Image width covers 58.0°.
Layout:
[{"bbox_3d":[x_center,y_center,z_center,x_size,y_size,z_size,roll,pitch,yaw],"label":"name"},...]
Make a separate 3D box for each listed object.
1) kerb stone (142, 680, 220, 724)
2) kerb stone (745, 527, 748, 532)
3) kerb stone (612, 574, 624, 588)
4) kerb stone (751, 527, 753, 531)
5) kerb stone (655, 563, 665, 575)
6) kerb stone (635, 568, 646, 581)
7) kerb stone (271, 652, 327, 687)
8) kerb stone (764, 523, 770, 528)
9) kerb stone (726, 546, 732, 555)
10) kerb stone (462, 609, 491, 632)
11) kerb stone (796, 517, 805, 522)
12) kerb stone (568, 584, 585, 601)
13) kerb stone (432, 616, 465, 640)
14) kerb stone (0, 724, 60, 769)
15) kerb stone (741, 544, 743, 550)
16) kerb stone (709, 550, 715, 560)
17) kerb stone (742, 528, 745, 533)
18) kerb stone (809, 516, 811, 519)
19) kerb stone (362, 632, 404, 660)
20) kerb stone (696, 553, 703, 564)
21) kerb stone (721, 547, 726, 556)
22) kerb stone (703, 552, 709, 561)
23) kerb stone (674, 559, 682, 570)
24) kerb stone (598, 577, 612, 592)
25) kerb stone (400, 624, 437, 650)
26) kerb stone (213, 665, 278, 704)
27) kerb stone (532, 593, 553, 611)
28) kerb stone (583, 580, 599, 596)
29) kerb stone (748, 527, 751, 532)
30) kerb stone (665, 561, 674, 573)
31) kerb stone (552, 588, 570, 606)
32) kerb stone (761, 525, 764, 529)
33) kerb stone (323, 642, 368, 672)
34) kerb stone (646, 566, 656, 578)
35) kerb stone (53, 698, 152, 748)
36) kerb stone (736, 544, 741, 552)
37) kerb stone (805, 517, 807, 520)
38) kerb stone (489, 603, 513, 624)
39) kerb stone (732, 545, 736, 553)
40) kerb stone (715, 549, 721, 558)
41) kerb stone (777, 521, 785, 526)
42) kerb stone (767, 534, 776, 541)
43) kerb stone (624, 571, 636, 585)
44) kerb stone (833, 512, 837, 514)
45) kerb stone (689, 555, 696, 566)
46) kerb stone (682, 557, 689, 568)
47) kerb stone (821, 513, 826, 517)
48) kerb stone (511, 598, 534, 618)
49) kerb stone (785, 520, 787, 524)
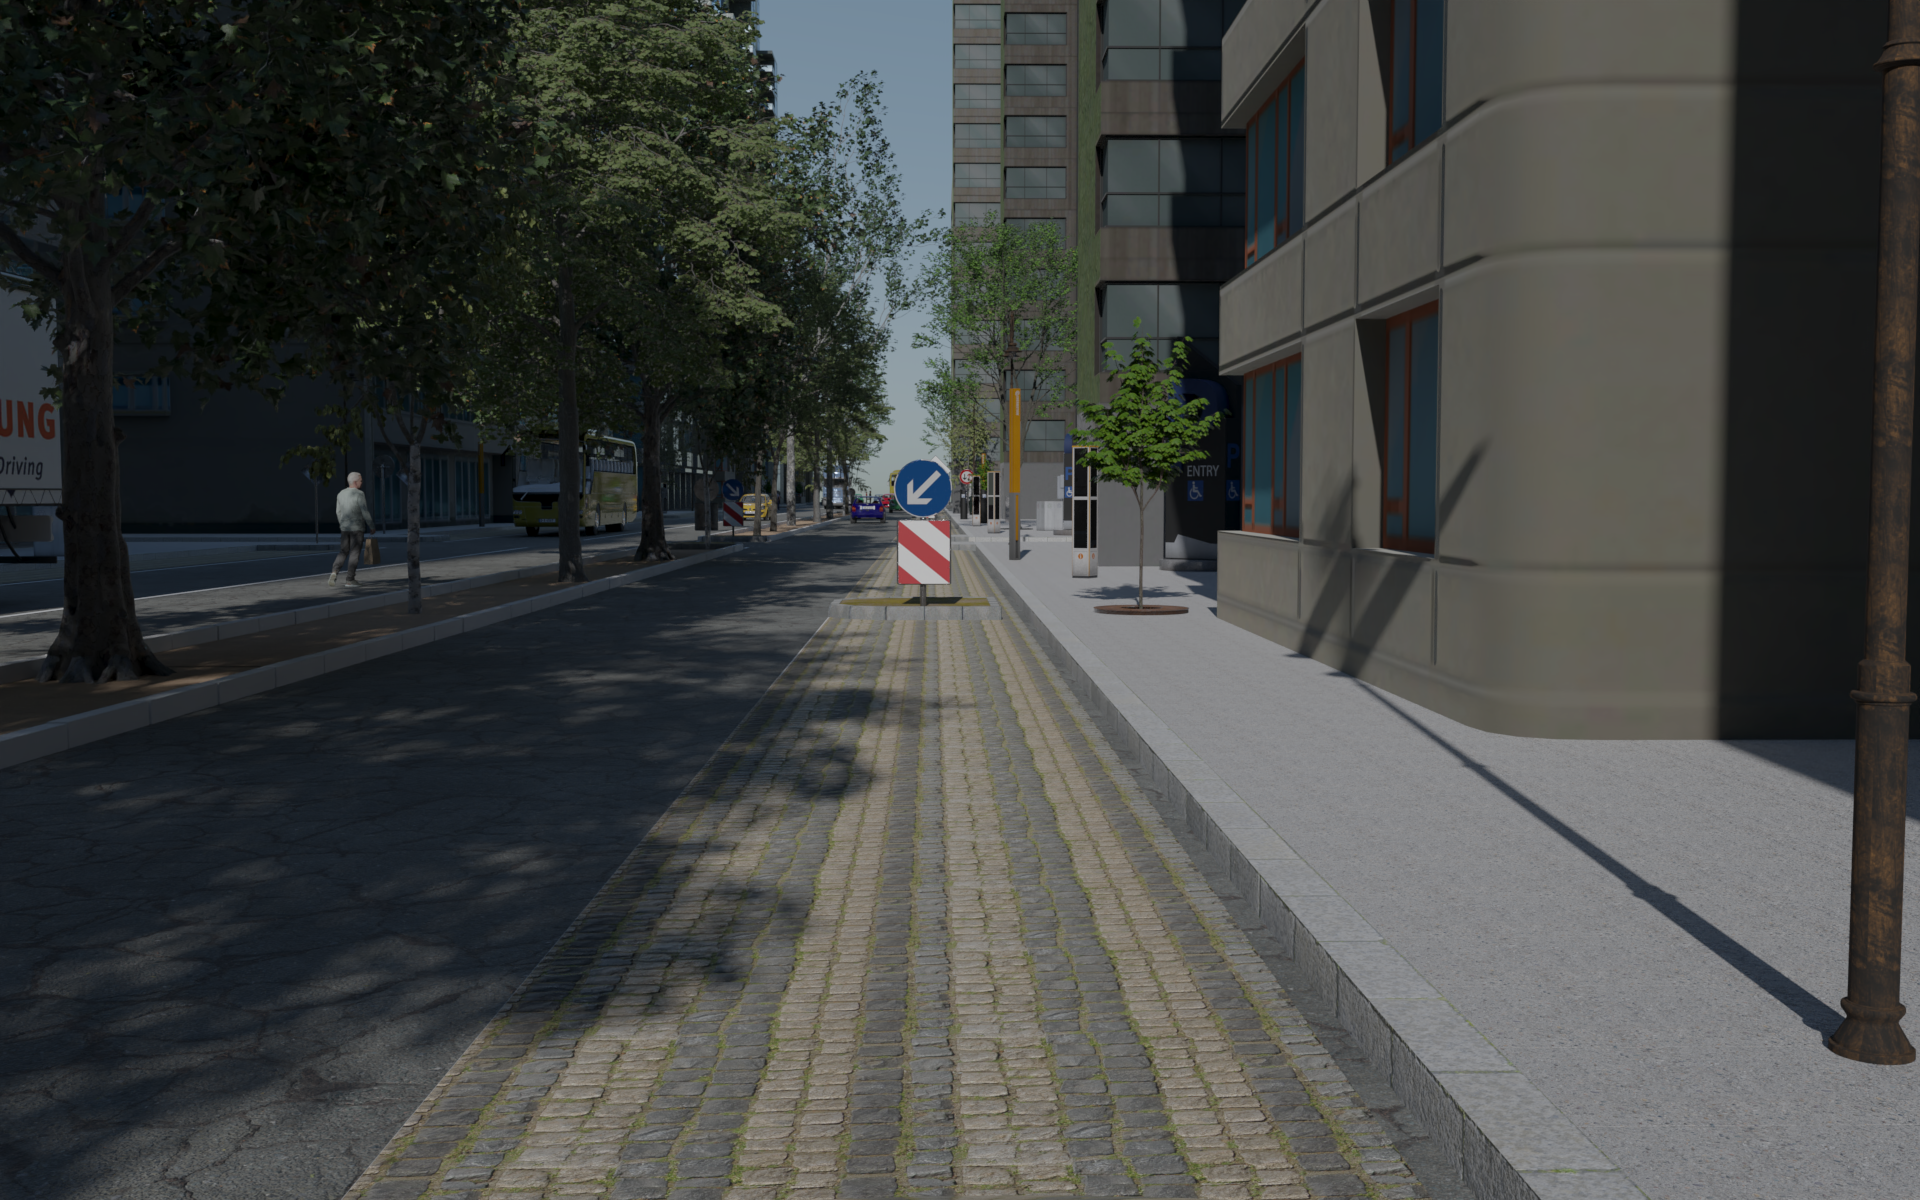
[{"bbox_3d":[-5.099,0.668,11.274,0.120,0.150,1.000,0,4,-1],"label":"kerb stone"},{"bbox_3d":[-8.063,-2.563,64.095,0.120,0.150,1.000,0,4,-1],"label":"kerb stone"},{"bbox_3d":[-5.352,-0.272,26.639,0.120,0.150,1.000,0,4,-1],"label":"kerb stone"},{"bbox_3d":[-8.100,-2.688,66.139,0.120,0.150,1.000,0,4,-1],"label":"kerb stone"},{"bbox_3d":[-5.417,-0.521,30.735,0.120,0.150,1.000,0,4,-1],"label":"kerb stone"},{"bbox_3d":[-5.387,-0.397,28.691,0.120,0.150,1.000,0,4,-1],"label":"kerb stone"},{"bbox_3d":[-5.131,0.543,13.325,0.120,0.150,1.000,0,4,-1],"label":"kerb stone"},{"bbox_3d":[-8.214,-3.126,73.297,0.120,0.150,1.000,0,4,-1],"label":"kerb stone"},{"bbox_3d":[-5.583,-1.148,40.994,0.120,0.150,1.000,0,4,-1],"label":"kerb stone"},{"bbox_3d":[-5.210,0.230,18.446,0.120,0.150,1.000,0,4,-1],"label":"kerb stone"},{"bbox_3d":[-8.527,-4.317,92.779,0.120,0.150,1.000,0,4,-1],"label":"kerb stone"},{"bbox_3d":[-5.303,-0.078,23.570,0.120,0.150,1.000,0,4,-1],"label":"kerb stone"},{"bbox_3d":[-5.201,0.298,17.424,0.120,0.150,1.000,0,4,-1],"label":"kerb stone"},{"bbox_3d":[-5.061,0.799,9.220,0.120,0.150,1.000,0,4,-1],"label":"kerb stone"},{"bbox_3d":[-5.632,-1.338,44.065,0.120,0.150,1.000,0,4,-1],"label":"kerb stone"},{"bbox_3d":[-5.532,-0.961,37.916,0.120,0.150,1.000,0,4,-1],"label":"kerb stone"},{"bbox_3d":[-8.042,-2.500,63.074,0.120,0.150,1.000,0,4,-1],"label":"kerb stone"},{"bbox_3d":[-8.597,-4.566,96.873,0.120,0.150,1.000,0,4,-1],"label":"kerb stone"},{"bbox_3d":[-5.169,0.422,15.376,0.120,0.150,1.000,0,4,-1],"label":"kerb stone"},{"bbox_3d":[-5.499,-0.836,35.863,0.120,0.150,1.000,0,4,-1],"label":"kerb stone"},{"bbox_3d":[-5.571,-1.087,39.964,0.120,0.150,1.000,0,4,-1],"label":"kerb stone"},{"bbox_3d":[-5.523,-0.899,36.888,0.120,0.150,1.000,0,4,-1],"label":"kerb stone"},{"bbox_3d":[-5.450,-0.644,32.791,0.120,0.150,1.000,0,4,-1],"label":"kerb stone"},{"bbox_3d":[-5.343,-0.209,25.617,0.120,0.150,1.000,0,4,-1],"label":"kerb stone"},{"bbox_3d":[-5.185,0.359,16.398,0.120,0.150,1.000,0,4,-1],"label":"kerb stone"},{"bbox_3d":[-5.113,0.607,12.297,0.120,0.150,1.000,0,4,-1],"label":"kerb stone"},{"bbox_3d":[-5.262,0.044,21.521,0.120,0.150,1.000,0,4,-1],"label":"kerb stone"},{"bbox_3d":[-5.313,-0.147,24.595,0.120,0.150,1.000,0,4,-1],"label":"kerb stone"},{"bbox_3d":[-8.072,-2.624,65.117,0.120,0.150,1.000,0,4,-1],"label":"kerb stone"},{"bbox_3d":[-5.431,-0.583,31.761,0.120,0.150,1.000,0,4,-1],"label":"kerb stone"},{"bbox_3d":[-5.280,-0.015,22.545,0.120,0.150,1.000,0,4,-1],"label":"kerb stone"},{"bbox_3d":[-8.162,-2.938,70.232,0.120,0.150,1.000,0,4,-1],"label":"kerb stone"},{"bbox_3d":[-5.150,0.483,14.353,0.120,0.150,1.000,0,4,-1],"label":"kerb stone"},{"bbox_3d":[-5.403,-0.460,29.713,0.120,0.150,1.000,0,4,-1],"label":"kerb stone"},{"bbox_3d":[-5.083,0.731,10.242,0.120,0.150,1.000,0,4,-1],"label":"kerb stone"},{"bbox_3d":[-5.613,-1.275,43.043,0.120,0.150,1.000,0,4,-1],"label":"kerb stone"},{"bbox_3d":[-8.538,-4.380,93.807,0.120,0.150,1.000,0,4,-1],"label":"kerb stone"},{"bbox_3d":[-5.234,0.170,19.475,0.120,0.150,1.000,0,4,-1],"label":"kerb stone"},{"bbox_3d":[-5.607,-1.209,42.016,0.120,0.150,1.000,0,4,-1],"label":"kerb stone"},{"bbox_3d":[-5.545,-1.024,38.942,0.120,0.150,1.000,0,4,-1],"label":"kerb stone"},{"bbox_3d":[-8.329,-3.561,80.469,0.120,0.150,1.000,0,4,-1],"label":"kerb stone"},{"bbox_3d":[-5.780,-1.873,52.825,0.120,0.150,1.000,0,4,-1],"label":"kerb stone"},{"bbox_3d":[-5.366,-0.329,27.666,0.120,0.150,1.000,0,4,-1],"label":"kerb stone"},{"bbox_3d":[-9.087,-6.384,126.566,0.120,0.150,1.000,0,4,-1],"label":"kerb stone"},{"bbox_3d":[-5.486,-0.770,34.841,0.120,0.150,1.000,0,4,-1],"label":"kerb stone"},{"bbox_3d":[-5.467,-0.711,33.813,0.120,0.150,1.000,0,4,-1],"label":"kerb stone"},{"bbox_3d":[-8.873,-5.569,113.252,0.120,0.150,1.000,0,4,-1],"label":"kerb stone"},{"bbox_3d":[-5.249,0.104,20.498,0.120,0.150,1.000,0,4,-1],"label":"kerb stone"},{"bbox_3d":[-8.343,-3.623,81.498,0.120,0.150,1.000,0,4,-1],"label":"kerb stone"}]
